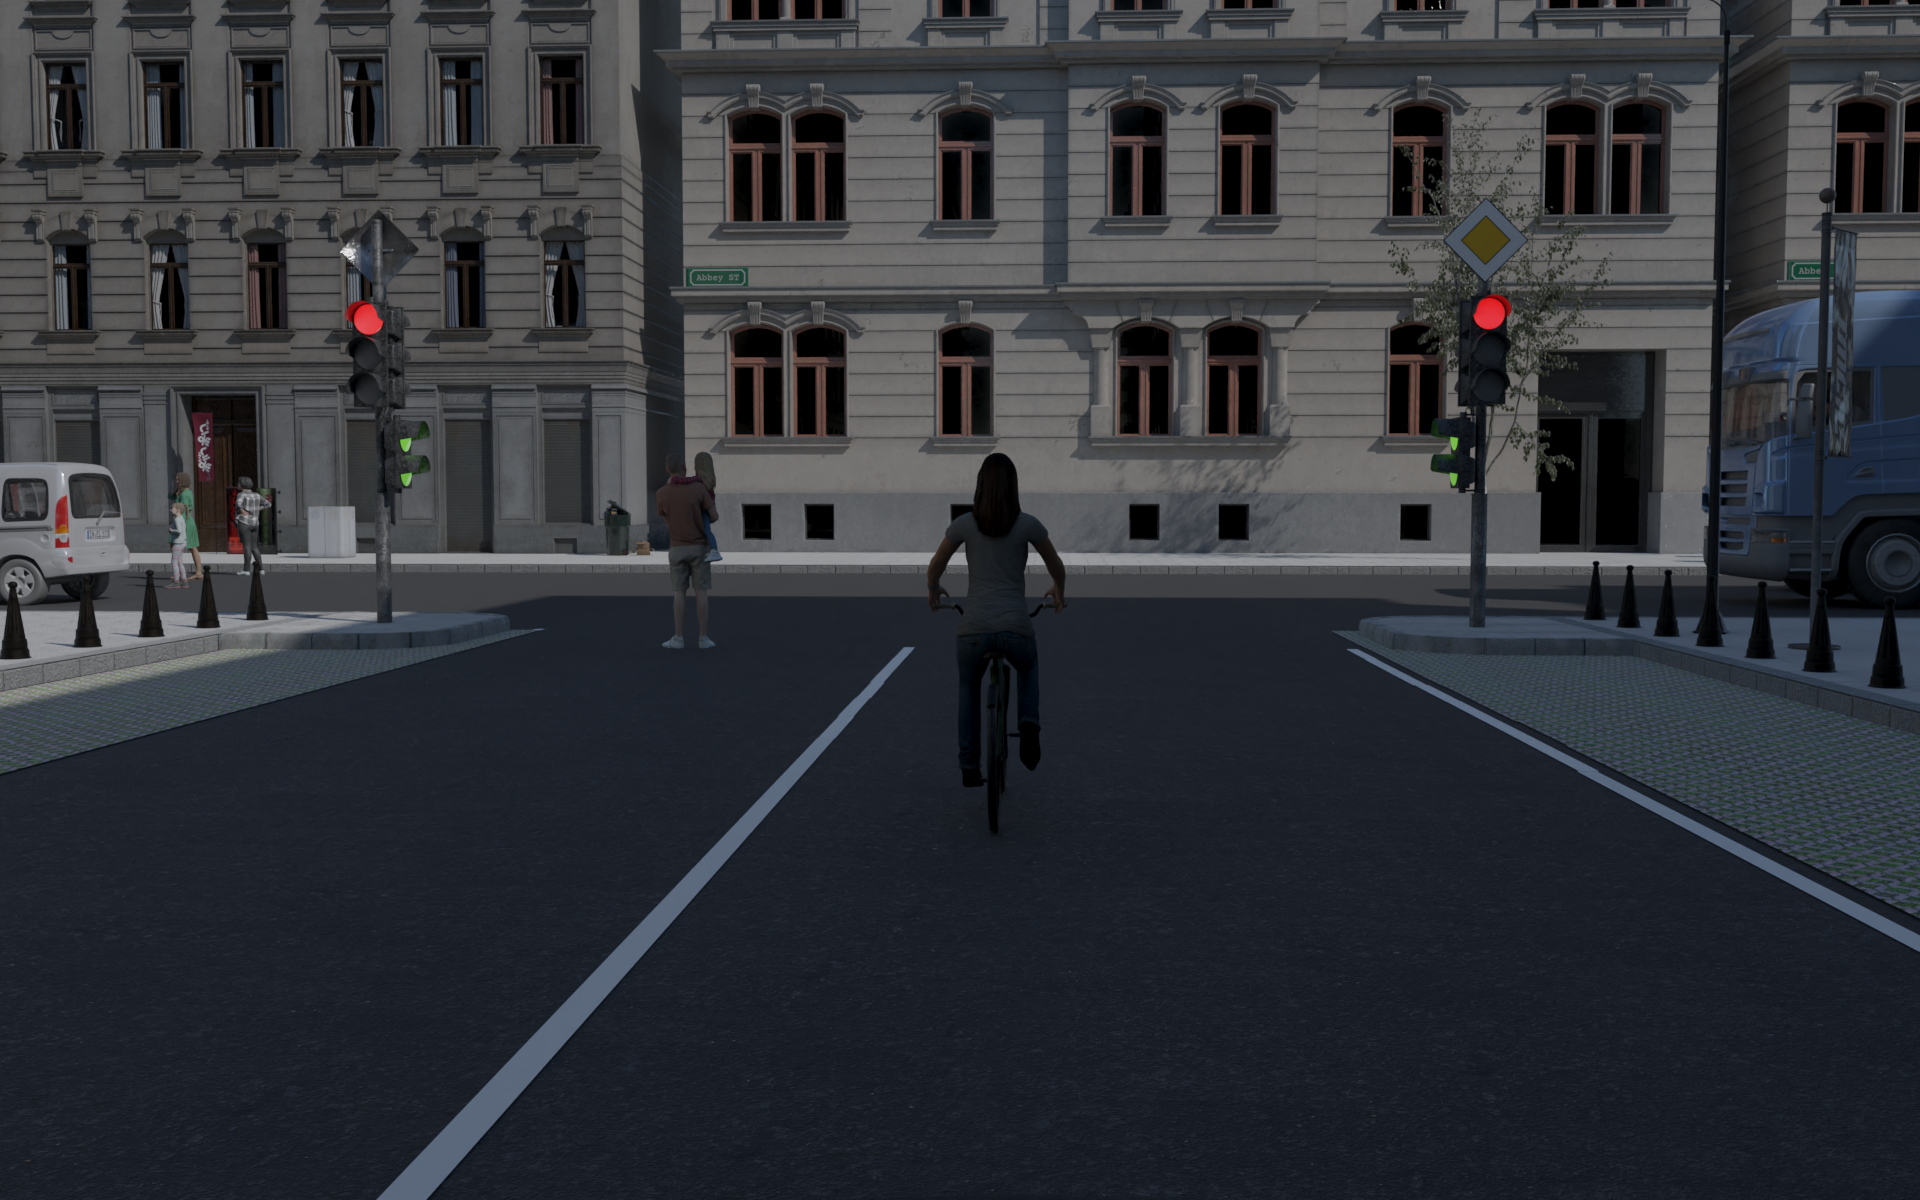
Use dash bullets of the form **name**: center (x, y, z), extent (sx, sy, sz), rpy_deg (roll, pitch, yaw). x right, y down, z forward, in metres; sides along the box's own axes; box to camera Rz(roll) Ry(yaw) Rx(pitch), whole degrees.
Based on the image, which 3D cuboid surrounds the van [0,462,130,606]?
- **van**: center (-13.367, -0.981, 23.047), extent (4.112, 2.044, 2.013), rpy_deg (0, 4, 3)

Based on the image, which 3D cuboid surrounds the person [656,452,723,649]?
- **person**: center (-2.491, -0.471, 16.179), extent (0.573, 1.828, 0.580), rpy_deg (3, 5, 43)

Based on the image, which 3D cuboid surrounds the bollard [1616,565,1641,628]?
- **bollard**: center (6.436, -0.037, 16.652), extent (0.229, 0.601, 0.229), rpy_deg (0, 3, 0)

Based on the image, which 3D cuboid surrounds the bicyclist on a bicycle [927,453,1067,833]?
- **bicyclist on a bicycle**: center (0.167, 0.136, 7.798), extent (1.499, 1.676, 1.625), rpy_deg (0, 4, 3)

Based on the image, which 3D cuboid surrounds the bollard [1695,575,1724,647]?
- **bollard**: center (6.327, 0.088, 14.598), extent (0.229, 0.601, 0.229), rpy_deg (0, 3, 0)

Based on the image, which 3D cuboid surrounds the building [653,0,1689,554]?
- **building**: center (5.282, -15.626, 42.870), extent (23.554, 28.519, 14.401), rpy_deg (0, 4, 3)

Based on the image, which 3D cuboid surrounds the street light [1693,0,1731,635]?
- **street light**: center (6.399, -2.649, 15.853), extent (1.470, 5.913, 1.316), rpy_deg (0, 4, 3)

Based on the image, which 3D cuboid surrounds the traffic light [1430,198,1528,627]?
- **traffic light**: center (4.976, -1.694, 16.613), extent (0.839, 4.253, 0.868), rpy_deg (0, 4, 3)

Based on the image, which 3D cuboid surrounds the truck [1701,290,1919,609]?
- **truck**: center (18.694, -1.965, 21.882), extent (18.799, 4.110, 2.967), rpy_deg (0, 4, 5)

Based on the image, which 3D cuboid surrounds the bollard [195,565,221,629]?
- **bollard**: center (-7.215, -0.034, 16.605), extent (0.229, 0.601, 0.229), rpy_deg (0, 3, 0)

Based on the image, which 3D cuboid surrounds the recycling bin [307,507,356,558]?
- **recycling bin**: center (-12.629, -1.361, 34.812), extent (0.722, 1.027, 0.722), rpy_deg (0, 4, 2)

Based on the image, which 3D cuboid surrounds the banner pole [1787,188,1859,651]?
- **banner pole**: center (7.262, -1.492, 14.417), extent (0.863, 3.779, 0.401), rpy_deg (-3, 5, -42)

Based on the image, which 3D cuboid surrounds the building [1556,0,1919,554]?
- **building**: center (28.809, -15.557, 41.740), extent (23.554, 28.519, 14.401), rpy_deg (0, 4, 3)

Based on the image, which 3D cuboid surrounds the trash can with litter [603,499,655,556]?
- **trash can with litter**: center (-6.922, -1.519, 36.229), extent (1.055, 1.170, 0.624), rpy_deg (-1, 4, -15)

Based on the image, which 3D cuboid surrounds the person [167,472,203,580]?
- **person**: center (-12.904, -1.230, 28.850), extent (0.529, 1.795, 0.600), rpy_deg (-2, 4, -28)

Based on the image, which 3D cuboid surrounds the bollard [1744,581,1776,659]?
- **bollard**: center (6.270, 0.152, 13.549), extent (0.229, 0.601, 0.229), rpy_deg (0, 3, 0)

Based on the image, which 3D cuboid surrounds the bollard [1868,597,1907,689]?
- **bollard**: center (6.162, 0.278, 11.494), extent (0.229, 0.601, 0.229), rpy_deg (0, 3, 0)

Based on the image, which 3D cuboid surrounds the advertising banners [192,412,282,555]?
- **advertising banners**: center (-15.334, -2.477, 36.690), extent (2.074, 3.025, 0.090), rpy_deg (1, 4, 14)

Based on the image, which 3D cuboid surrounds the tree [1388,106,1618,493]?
- **tree**: center (10.129, -5.063, 33.137), extent (4.360, 8.622, 3.978), rpy_deg (0, 3, 0)

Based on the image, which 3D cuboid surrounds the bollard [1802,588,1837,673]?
- **bollard**: center (6.221, 0.215, 12.519), extent (0.229, 0.601, 0.229), rpy_deg (0, 3, 0)

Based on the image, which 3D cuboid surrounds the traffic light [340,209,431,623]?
- **traffic light**: center (-5.721, -1.727, 17.154), extent (0.839, 4.253, 0.868), rpy_deg (0, 4, 3)

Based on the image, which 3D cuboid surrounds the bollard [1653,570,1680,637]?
- **bollard**: center (6.383, 0.026, 15.623), extent (0.229, 0.601, 0.229), rpy_deg (0, 3, 0)

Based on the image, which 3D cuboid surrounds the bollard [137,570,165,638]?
- **bollard**: center (-7.273, 0.029, 15.560), extent (0.229, 0.601, 0.229), rpy_deg (0, 3, 0)

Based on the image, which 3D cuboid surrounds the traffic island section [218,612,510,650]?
- **traffic island section**: center (-5.761, 0.305, 17.291), extent (2.009, 0.180, 2.903), rpy_deg (0, 4, 3)

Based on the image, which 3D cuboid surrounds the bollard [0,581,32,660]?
- **bollard**: center (-7.375, 0.155, 13.500), extent (0.229, 0.601, 0.229), rpy_deg (0, 3, 0)

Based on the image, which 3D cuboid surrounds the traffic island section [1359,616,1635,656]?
- **traffic island section**: center (5.016, 0.340, 16.725), extent (2.009, 0.180, 2.903), rpy_deg (0, 4, 3)

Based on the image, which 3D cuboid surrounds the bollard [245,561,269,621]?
- **bollard**: center (-7.162, -0.097, 17.631), extent (0.229, 0.601, 0.229), rpy_deg (0, 3, 0)

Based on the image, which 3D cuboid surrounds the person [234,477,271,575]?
- **person**: center (-12.549, -1.306, 30.579), extent (0.376, 1.734, 0.841), rpy_deg (1, 4, 21)

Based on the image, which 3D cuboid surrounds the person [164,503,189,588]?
- **person**: center (-11.932, -0.832, 26.377), extent (0.394, 1.301, 0.425), rpy_deg (-2, 4, -35)

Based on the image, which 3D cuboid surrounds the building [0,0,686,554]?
- **building**: center (-15.741, -11.764, 41.494), extent (18.267, 20.994, 9.793), rpy_deg (0, 4, 3)

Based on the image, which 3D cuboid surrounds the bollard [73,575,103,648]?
- **bollard**: center (-7.324, 0.093, 14.525), extent (0.229, 0.601, 0.229), rpy_deg (0, 3, 0)

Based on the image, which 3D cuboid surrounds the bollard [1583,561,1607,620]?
- **bollard**: center (6.488, -0.100, 17.680), extent (0.229, 0.601, 0.229), rpy_deg (0, 3, 0)
